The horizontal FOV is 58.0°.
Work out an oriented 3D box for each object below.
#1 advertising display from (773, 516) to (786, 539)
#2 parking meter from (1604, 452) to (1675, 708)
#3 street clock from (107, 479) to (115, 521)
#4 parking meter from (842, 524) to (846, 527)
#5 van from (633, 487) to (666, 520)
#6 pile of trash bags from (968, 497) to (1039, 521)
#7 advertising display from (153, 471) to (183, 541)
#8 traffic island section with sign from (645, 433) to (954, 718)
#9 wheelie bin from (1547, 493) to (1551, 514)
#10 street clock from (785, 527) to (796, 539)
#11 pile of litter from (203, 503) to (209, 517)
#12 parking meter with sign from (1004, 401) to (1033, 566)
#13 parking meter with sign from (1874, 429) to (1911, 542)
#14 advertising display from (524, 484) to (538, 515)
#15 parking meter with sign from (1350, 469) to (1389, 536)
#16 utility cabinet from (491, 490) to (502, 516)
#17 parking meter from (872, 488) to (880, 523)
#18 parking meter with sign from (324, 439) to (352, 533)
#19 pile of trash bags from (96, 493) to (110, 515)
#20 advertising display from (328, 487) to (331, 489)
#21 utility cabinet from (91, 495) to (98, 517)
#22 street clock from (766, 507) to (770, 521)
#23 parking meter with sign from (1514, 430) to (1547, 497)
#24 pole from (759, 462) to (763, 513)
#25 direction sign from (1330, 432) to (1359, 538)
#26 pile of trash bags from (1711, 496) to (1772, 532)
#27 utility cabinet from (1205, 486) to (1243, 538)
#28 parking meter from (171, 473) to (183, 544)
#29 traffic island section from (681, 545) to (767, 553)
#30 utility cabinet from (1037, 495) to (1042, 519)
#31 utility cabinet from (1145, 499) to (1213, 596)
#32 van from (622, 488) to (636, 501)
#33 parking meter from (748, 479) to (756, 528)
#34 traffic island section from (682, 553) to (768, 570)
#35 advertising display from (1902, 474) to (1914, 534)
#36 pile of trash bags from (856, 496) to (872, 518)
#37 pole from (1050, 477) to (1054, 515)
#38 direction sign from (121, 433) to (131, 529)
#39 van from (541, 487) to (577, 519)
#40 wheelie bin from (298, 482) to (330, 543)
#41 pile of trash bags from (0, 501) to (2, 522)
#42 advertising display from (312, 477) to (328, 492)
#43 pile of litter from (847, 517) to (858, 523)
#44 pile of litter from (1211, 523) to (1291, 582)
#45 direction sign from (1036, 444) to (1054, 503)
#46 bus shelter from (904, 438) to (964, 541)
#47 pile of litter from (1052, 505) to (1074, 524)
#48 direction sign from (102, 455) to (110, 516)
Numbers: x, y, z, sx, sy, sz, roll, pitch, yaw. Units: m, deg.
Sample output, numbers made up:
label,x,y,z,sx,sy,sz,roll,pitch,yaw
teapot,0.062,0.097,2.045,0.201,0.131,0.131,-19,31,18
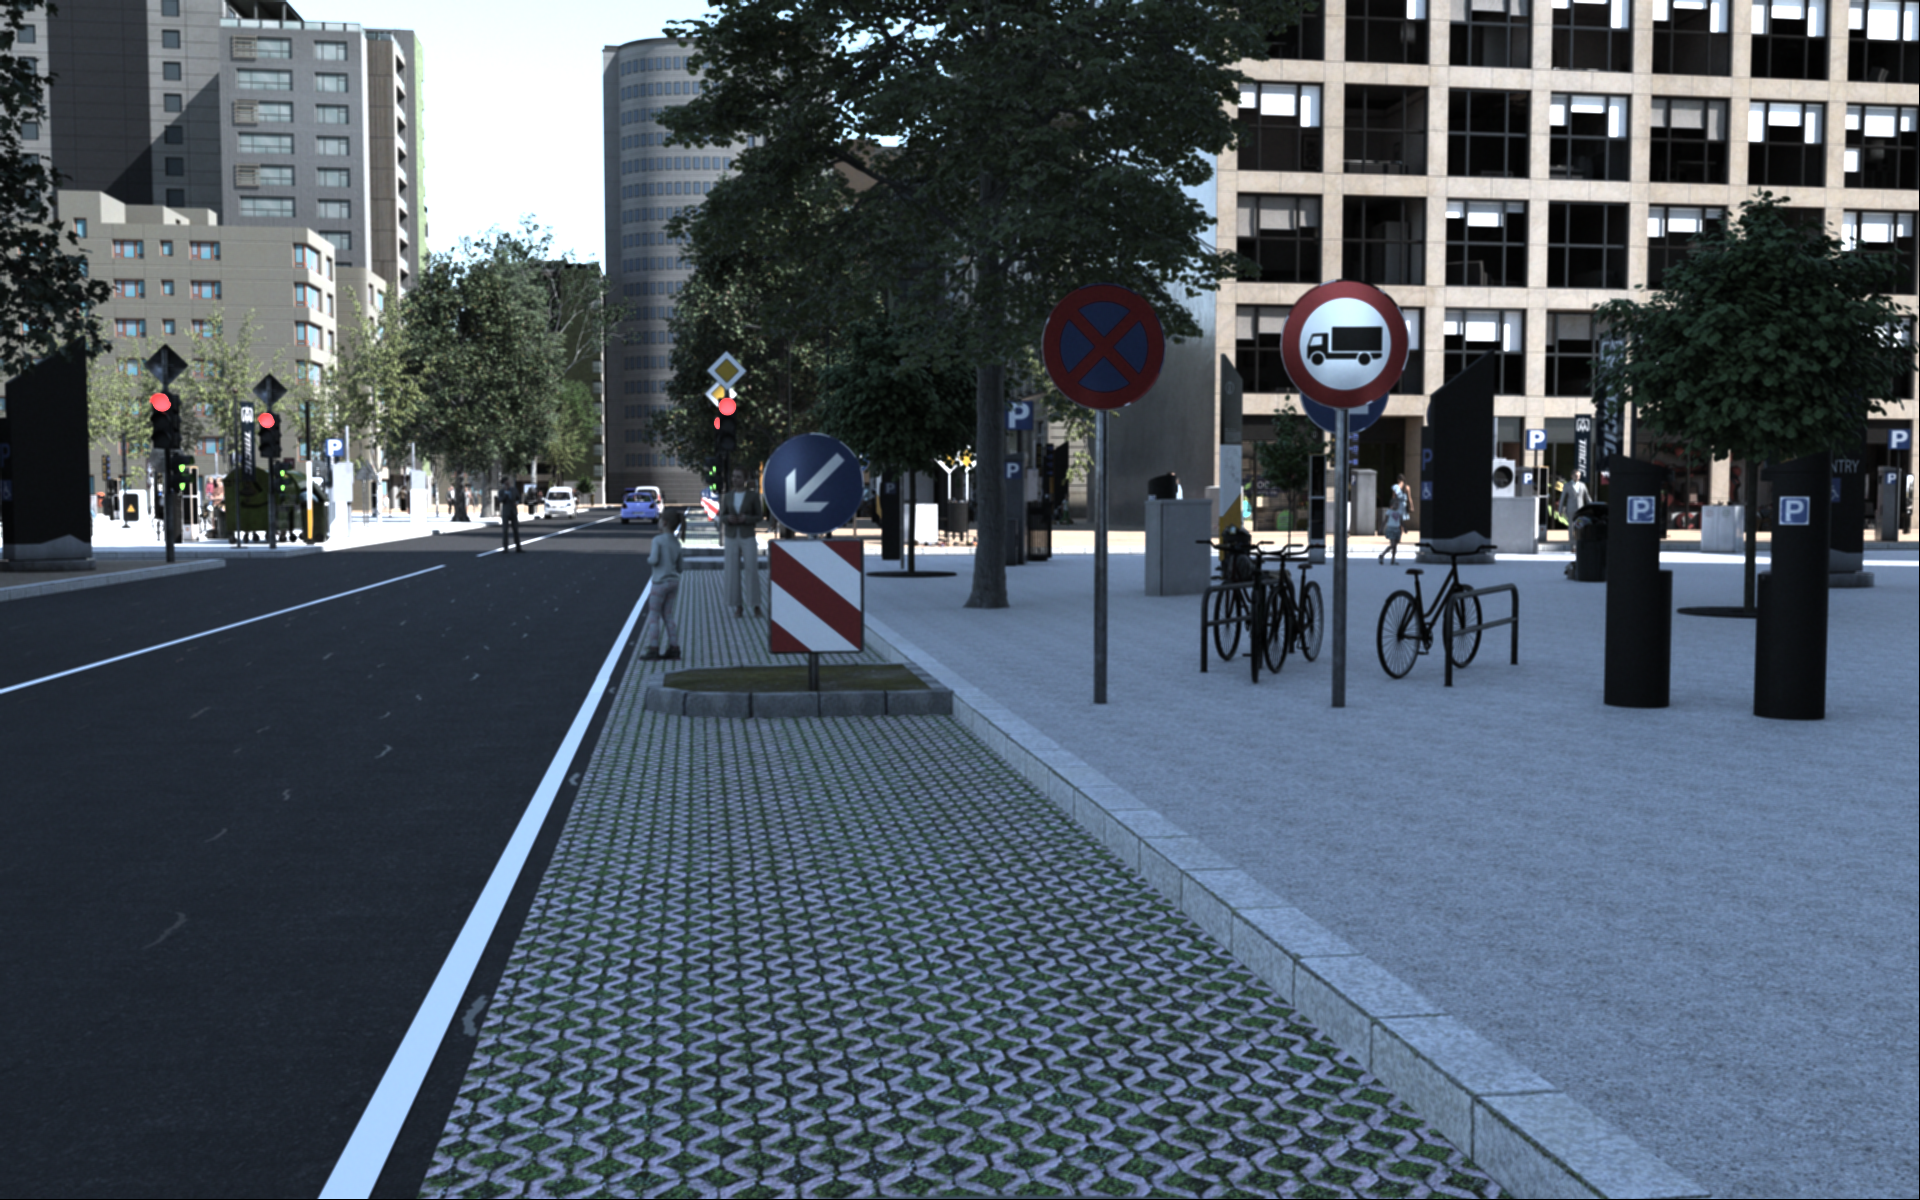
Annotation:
label,x,y,z,sx,sy,sz,roll,pitch,yaw
advertising display,-5.055,-2.733,49.898,0.123,1.923,0.974,-3,5,-43
parking meter,4.123,-0.128,10.510,0.372,1.533,0.369,0,3,0
street clock,-40.657,-4.795,82.968,0.358,2.002,0.471,-1,4,-19
parking meter,-4.684,-3.834,68.391,0.255,1.863,0.399,2,4,25
van,-17.778,-5.612,98.769,2.013,2.044,4.112,0,4,-8
pile of trash bags,2.031,-4.416,81.947,3.447,1.369,1.912,0,4,-8
advertising display,-21.655,-2.582,47.429,0.123,1.923,0.974,1,4,17
traffic island section with sign,-1.163,-0.204,11.962,1.989,1.847,2.006,-1,4,-9
wheelie bin,18.783,-2.962,56.336,0.693,1.594,0.980,3,4,37
street clock,-4.202,-2.343,42.879,0.471,2.002,0.358,2,4,31
pile of litter,-43.267,-5.210,99.155,1.176,0.858,1.719,-2,4,-31
parking meter with sign,0.977,-2.166,31.669,0.543,3.016,1.738,1,4,9
parking meter with sign,25.392,-3.122,47.303,0.543,3.016,1.738,1,4,16
advertising display,-26.500,-6.225,106.994,0.974,1.923,0.123,1,4,19
parking meter with sign,12.327,-3.460,52.832,1.738,3.016,0.543,-1,4,-14
utility cabinet,-26.895,-5.595,100.150,1.173,1.500,0.318,0,4,-6
parking meter,-3.799,-4.268,78.186,0.372,1.533,0.369,0,3,0
parking meter with sign,-19.889,-3.629,55.602,0.543,3.016,1.738,-1,4,-10
pile of trash bags,-52.675,-6.004,107.920,3.447,1.369,1.912,2,4,28
advertising display,-36.850,-5.934,102.228,0.123,1.923,0.974,3,5,41
utility cabinet,-49.206,-5.287,97.606,1.020,1.237,0.306,0,4,-4
street clock,-8.989,-4.706,81.505,0.358,2.002,0.471,2,4,25
parking meter with sign,15.538,-3.143,47.643,0.543,3.016,1.738,0,4,-1
pole,-10.253,-5.825,89.082,0.158,3.312,0.155,0,3,0
direction sign,11.342,-3.615,51.108,0.876,3.537,0.379,-1,4,-9
pile of trash bags,27.115,-3.014,59.028,3.447,1.369,1.912,-2,4,-30
utility cabinet,7.605,-2.527,49.999,0.318,1.500,1.173,-3,5,-42
parking meter,-20.439,-2.403,44.993,0.399,1.863,0.255,0,4,8
traffic island section,-5.748,-1.208,42.026,2.009,0.180,2.903,-1,4,-9
utility cabinet,3.803,-4.756,88.918,1.020,1.237,0.306,-2,4,-25
utility cabinet,2.787,-0.671,22.132,1.020,1.237,0.306,-3,5,-44
van,-35.284,-11.163,186.894,2.240,2.365,5.245,0,4,-8
parking meter,-7.859,-3.654,65.453,0.255,1.863,0.399,0,4,-6
traffic island section,-4.543,-0.725,34.132,2.009,0.180,2.903,-1,4,-9
advertising display,30.362,-3.076,55.499,0.123,1.923,0.974,3,5,39
pile of trash bags,-5.372,-5.038,92.121,1.912,1.369,3.447,2,4,30
pole,4.157,-5.169,78.357,0.158,3.312,0.155,0,3,0
direction sign,-31.125,-4.437,64.544,0.379,3.537,0.876,-2,4,-32
van,-23.275,-5.732,100.737,2.013,2.044,4.112,-1,4,-10
wheelie bin,-17.002,-2.304,45.574,0.693,1.594,0.980,-1,4,-9
pile of trash bags,-44.969,-4.209,78.564,3.447,1.369,1.912,-2,4,-27
advertising display,-23.760,-3.555,63.344,0.974,1.923,0.123,-2,4,-25
pile of litter,-5.463,-4.108,81.139,1.176,0.858,1.719,-2,4,-28
pile of litter,4.324,-0.715,25.652,1.176,0.858,1.719,0,4,5
direction sign,3.765,-5.252,77.872,0.876,3.537,0.379,0,4,1
bus shelter,-1.023,-3.381,49.196,2.014,3.302,5.546,-1,4,-8
pile of litter,4.313,-3.640,73.481,1.719,0.858,1.176,3,4,36
direction sign,-49.900,-6.683,101.272,0.379,3.537,0.876,0,4,-2
